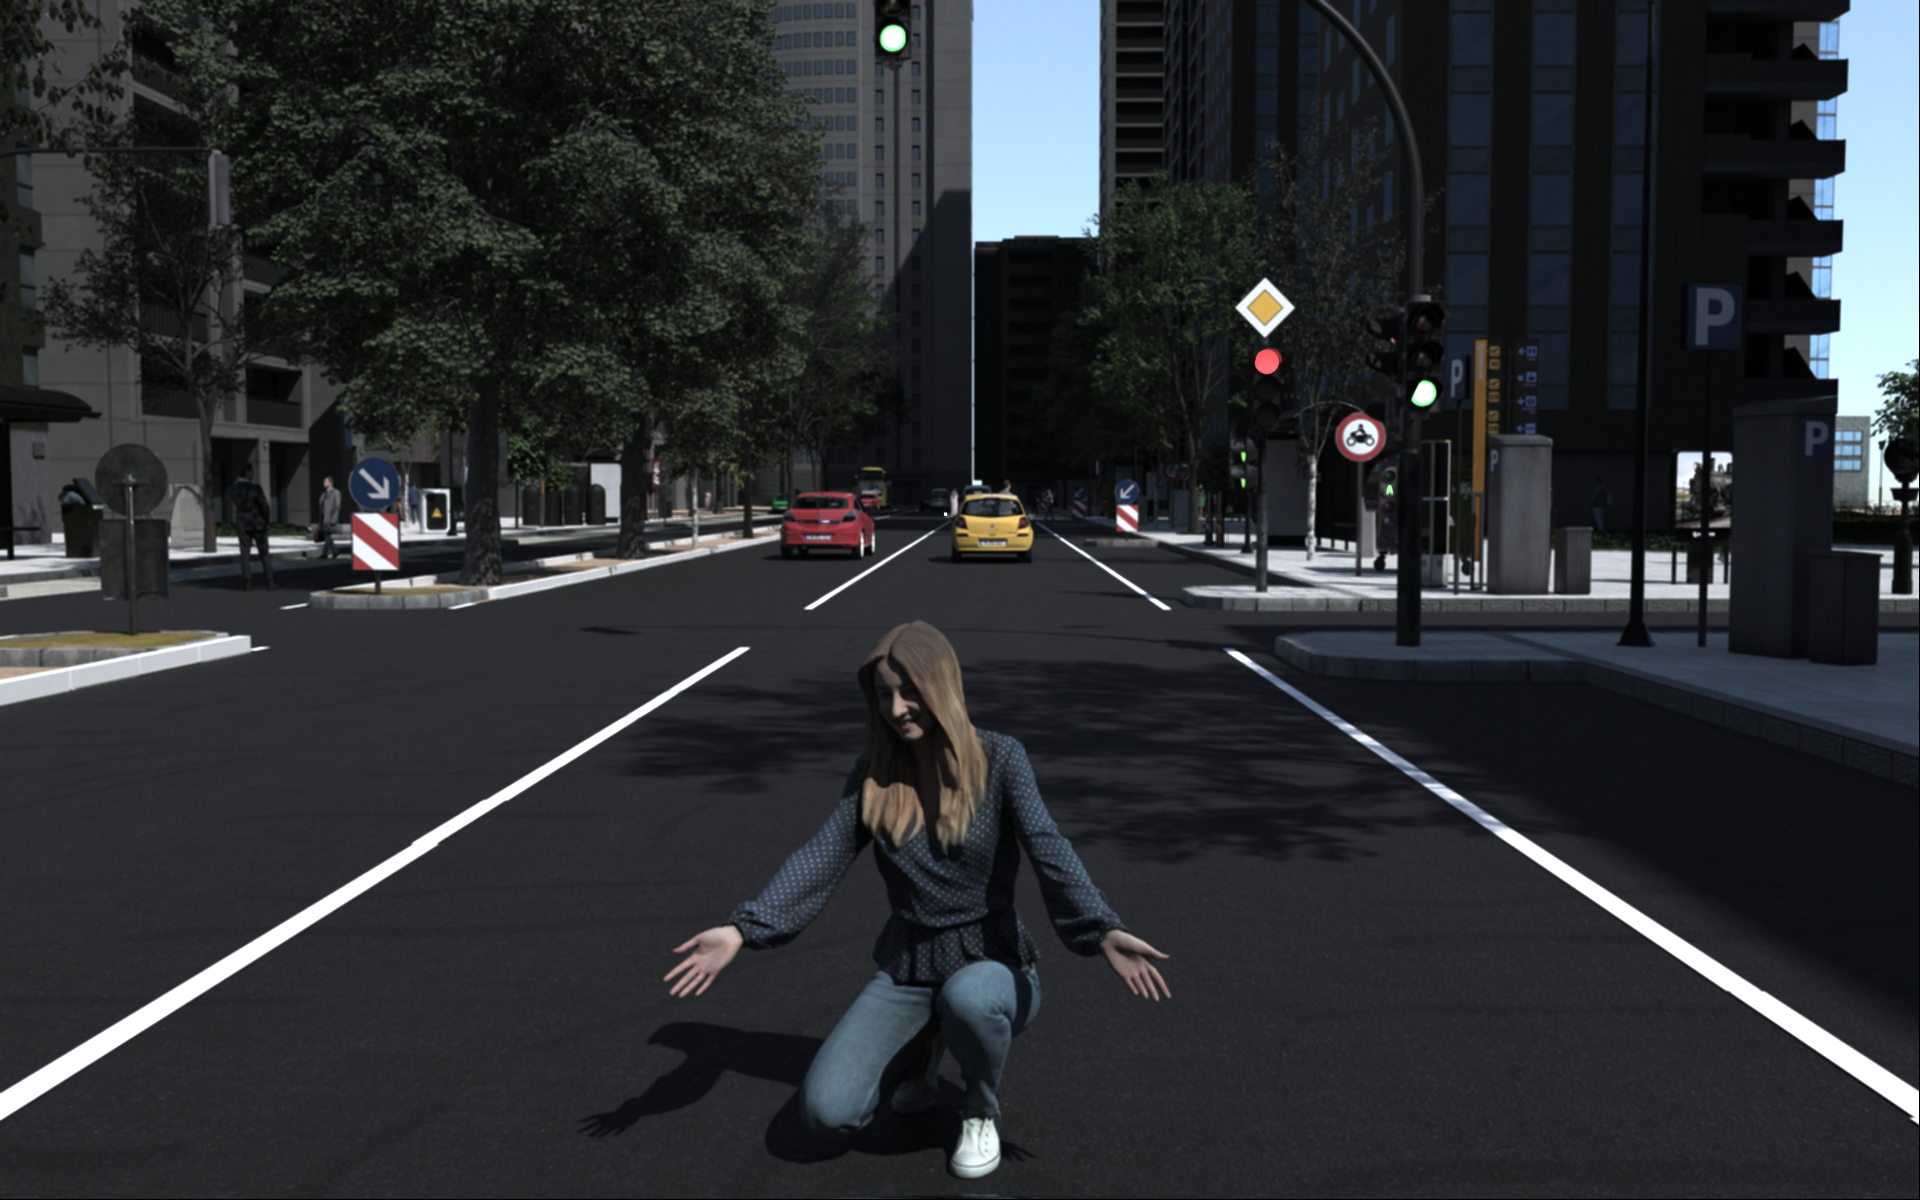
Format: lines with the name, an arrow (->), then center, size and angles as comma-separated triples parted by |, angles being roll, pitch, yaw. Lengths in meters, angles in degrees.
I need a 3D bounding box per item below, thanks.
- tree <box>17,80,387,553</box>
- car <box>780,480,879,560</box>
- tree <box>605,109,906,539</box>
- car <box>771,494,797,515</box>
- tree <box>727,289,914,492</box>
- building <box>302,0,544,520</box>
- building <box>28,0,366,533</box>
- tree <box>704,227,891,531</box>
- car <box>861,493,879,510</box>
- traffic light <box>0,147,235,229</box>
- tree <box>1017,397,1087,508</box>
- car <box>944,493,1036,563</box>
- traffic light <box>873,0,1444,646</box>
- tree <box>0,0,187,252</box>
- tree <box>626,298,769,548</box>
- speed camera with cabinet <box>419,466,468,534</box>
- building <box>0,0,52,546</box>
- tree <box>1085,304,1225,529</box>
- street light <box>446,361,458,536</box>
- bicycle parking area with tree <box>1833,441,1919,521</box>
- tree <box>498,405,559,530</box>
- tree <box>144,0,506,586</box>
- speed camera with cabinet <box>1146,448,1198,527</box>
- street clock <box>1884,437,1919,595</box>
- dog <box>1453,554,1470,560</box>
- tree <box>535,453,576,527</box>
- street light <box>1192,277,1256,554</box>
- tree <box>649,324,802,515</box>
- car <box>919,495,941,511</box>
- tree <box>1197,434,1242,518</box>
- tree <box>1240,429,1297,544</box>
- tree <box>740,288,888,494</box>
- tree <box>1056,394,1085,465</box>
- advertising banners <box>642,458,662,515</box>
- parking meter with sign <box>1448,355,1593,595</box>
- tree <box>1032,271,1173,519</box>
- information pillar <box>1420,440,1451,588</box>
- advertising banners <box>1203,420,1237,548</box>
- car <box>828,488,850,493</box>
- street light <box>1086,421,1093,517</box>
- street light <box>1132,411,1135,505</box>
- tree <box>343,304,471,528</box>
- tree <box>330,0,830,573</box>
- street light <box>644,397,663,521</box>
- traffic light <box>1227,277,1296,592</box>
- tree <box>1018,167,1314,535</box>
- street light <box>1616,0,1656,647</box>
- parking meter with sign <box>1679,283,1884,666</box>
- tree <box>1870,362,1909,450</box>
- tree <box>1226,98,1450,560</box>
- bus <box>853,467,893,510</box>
tree -> -16.359, -6.334, 37.973 | 8.767, 10.594, 7.601 | 0, 4, 8
car -> -2.950, -1.846, 39.219 | 2.155, 1.783, 4.494 | 0, 4, 2
tree -> -6.758, -8.690, 54.907 | 12.009, 13.543, 11.850 | 0, 3, 0
car -> -12.044, -6.852, 120.825 | 1.959, 1.807, 4.718 | 0, 4, 2
tree -> -6.153, -8.456, 75.118 | 8.767, 10.594, 7.601 | 0, 4, 1
building -> -30.811, -19.539, 91.157 | 14.160, 30.474, 14.107 | 0, 4, 1
building -> -34.704, -38.313, 64.674 | 20.563, 71.187, 20.611 | 0, 4, 1
tree -> -6.427, -8.442, 66.242 | 9.928, 11.665, 9.643 | 0, 3, 0
car -> -8.134, -8.772, 152.469 | 2.155, 1.783, 4.494 | 0, 4, 1
traffic light -> -12.036, -2.950, 22.894 | 4.771, 5.953, 1.251 | 0, 4, 1
tree -> 8.693, -13.820, 160.374 | 7.601, 10.594, 8.767 | -2, 4, -28
car -> 0.655, -1.663, 37.409 | 2.015, 1.641, 3.980 | 0, 4, 0
traffic light -> 1.678, -2.435, 14.477 | 4.771, 5.953, 1.251 | 0, 4, 1
tree -> -7.595, -3.602, 11.705 | 4.360, 8.622, 3.978 | 0, 3, 0
tree -> -6.936, -5.645, 45.112 | 4.737, 8.622, 4.395 | 0, 3, 0
speed camera with cabinet -> -16.537, -3.797, 56.424 | 2.038, 3.252, 0.660 | -2, 4, -27
building -> -30.637, -16.235, 37.151 | 14.160, 30.474, 14.107 | 0, 4, 1
tree -> 7.198, -6.868, 62.648 | 4.737, 8.622, 4.395 | 0, 3, 0
street light -> -14.968, -4.902, 52.684 | 1.470, 5.913, 1.316 | 0, 4, 1
bicycle parking area with tree -> 51.537, -6.410, 91.811 | 9.016, 4.147, 8.231 | -1, 4, -21
tree -> -16.200, -4.841, 62.871 | 4.285, 4.588, 4.351 | 0, 3, 0
tree -> -7.501, -7.198, 26.803 | 9.857, 13.997, 8.962 | 0, 3, 0
speed camera with cabinet -> 8.401, -4.540, 68.561 | 2.038, 3.252, 0.660 | -1, 4, -20
street clock -> 12.067, -1.074, 22.127 | 0.358, 2.002, 0.471 | -3, 5, -43
dog -> 9.918, -1.048, 33.970 | 0.540, 0.507, 0.406 | 1, 4, 12
tree -> -16.149, -4.512, 68.374 | 1.663, 3.219, 1.824 | 0, 3, 0
street light -> 5.659, -3.954, 37.189 | 1.470, 5.913, 1.316 | 0, 4, 1
tree -> -15.118, -11.722, 108.663 | 9.611, 12.733, 9.660 | 0, 3, 0
car -> -2.516, -8.273, 147.849 | 1.945, 1.354, 3.894 | 0, 4, 2
tree -> 14.599, -6.764, 94.312 | 4.285, 4.588, 4.351 | 0, 3, 0
tree -> 7.929, -3.047, 44.424 | 1.663, 3.219, 1.824 | 0, 3, 0
tree -> -12.785, -17.172, 136.648 | 12.611, 20.169, 13.585 | 0, 3, 0
tree -> 8.425, -9.760, 109.945 | 4.737, 8.622, 4.395 | 0, 3, 0
advertising banners -> -15.434, -5.361, 83.837 | 2.074, 3.025, 0.090 | -1, 4, -16
parking meter with sign -> 7.147, -1.578, 22.054 | 1.738, 3.016, 0.543 | 0, 4, -5
tree -> 7.410, -10.441, 88.845 | 7.486, 12.596, 7.792 | 0, 3, 0
information pillar -> 6.483, -1.175, 23.705 | 0.304, 2.012, 0.304 | -2, 4, -23
advertising banners -> 6.275, -2.789, 41.787 | 0.090, 3.025, 2.074 | -1, 4, -12
car -> -8.272, -6.703, 118.265 | 2.281, 1.827, 5.304 | 0, 4, 2
street light -> 6.761, -7.639, 97.438 | 1.470, 5.913, 1.316 | 0, 4, 1
street light -> 6.243, -5.812, 67.571 | 1.470, 5.913, 1.316 | 0, 4, 1
tree -> -21.086, -7.045, 65.545 | 4.737, 8.622, 4.395 | 0, 3, 0
tree -> -7.208, -7.857, 37.570 | 9.857, 13.997, 8.962 | 0, 3, 0
street light -> -14.457, -6.728, 82.551 | 1.470, 5.913, 1.316 | 0, 4, 1
traffic light -> 3.928, -2.058, 22.561 | 0.839, 4.253, 0.868 | 0, 4, 1
tree -> 7.398, -7.882, 54.619 | 9.928, 11.665, 9.643 | 0, 3, 0
street light -> 5.197, -2.569, 14.537 | 1.470, 5.913, 1.316 | 0, 4, 1
parking meter with sign -> 6.497, -1.066, 13.697 | 0.543, 3.016, 1.738 | -1, 4, -18
tree -> 17.422, -2.795, 29.409 | 4.285, 4.588, 4.351 | 0, 3, 0
tree -> 7.025, -5.076, 33.361 | 4.360, 8.622, 3.978 | 0, 3, 0
bus -> -7.930, -10.366, 161.028 | 2.896, 3.916, 12.252 | 0, 4, 2
